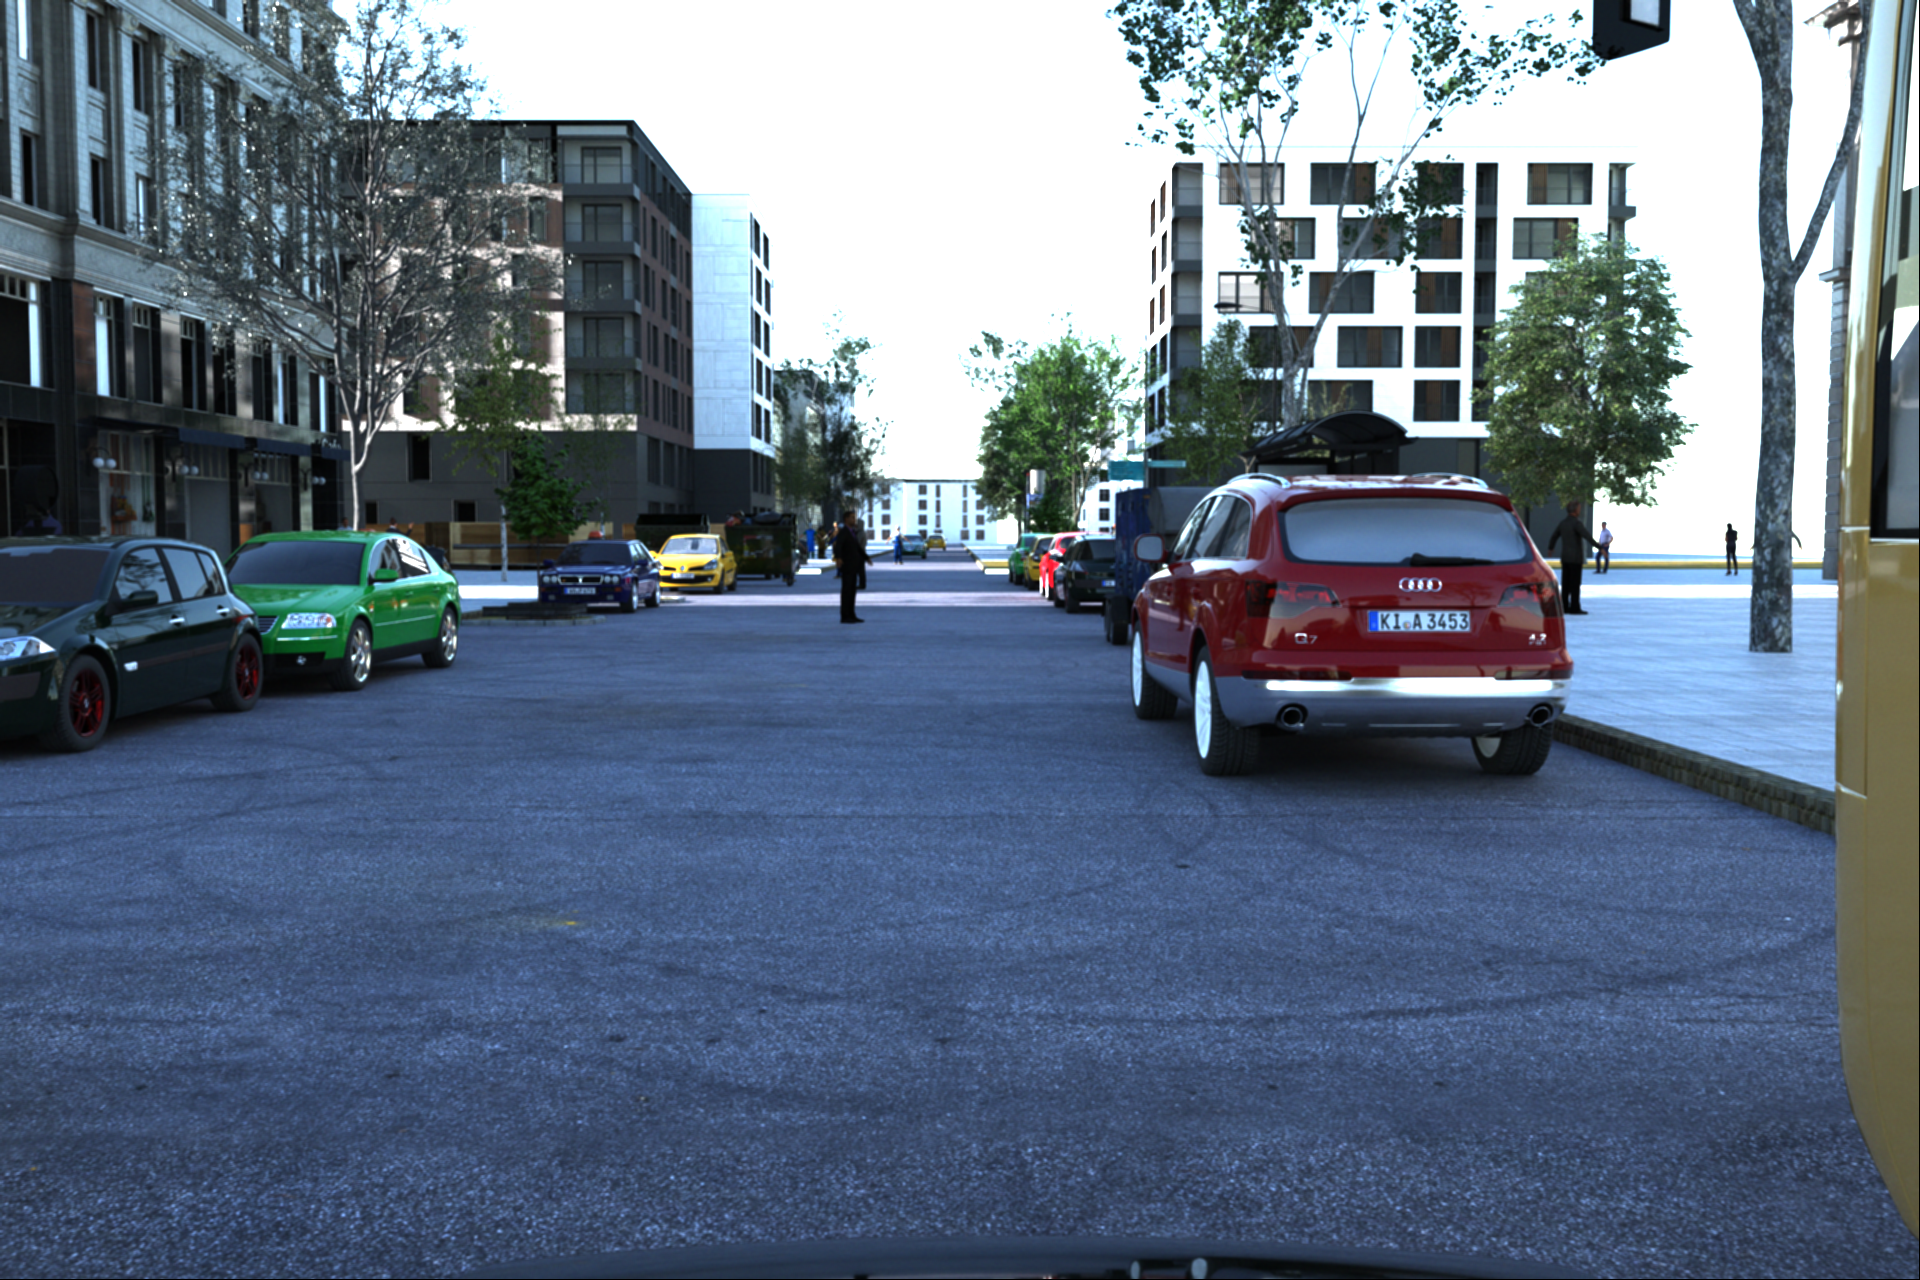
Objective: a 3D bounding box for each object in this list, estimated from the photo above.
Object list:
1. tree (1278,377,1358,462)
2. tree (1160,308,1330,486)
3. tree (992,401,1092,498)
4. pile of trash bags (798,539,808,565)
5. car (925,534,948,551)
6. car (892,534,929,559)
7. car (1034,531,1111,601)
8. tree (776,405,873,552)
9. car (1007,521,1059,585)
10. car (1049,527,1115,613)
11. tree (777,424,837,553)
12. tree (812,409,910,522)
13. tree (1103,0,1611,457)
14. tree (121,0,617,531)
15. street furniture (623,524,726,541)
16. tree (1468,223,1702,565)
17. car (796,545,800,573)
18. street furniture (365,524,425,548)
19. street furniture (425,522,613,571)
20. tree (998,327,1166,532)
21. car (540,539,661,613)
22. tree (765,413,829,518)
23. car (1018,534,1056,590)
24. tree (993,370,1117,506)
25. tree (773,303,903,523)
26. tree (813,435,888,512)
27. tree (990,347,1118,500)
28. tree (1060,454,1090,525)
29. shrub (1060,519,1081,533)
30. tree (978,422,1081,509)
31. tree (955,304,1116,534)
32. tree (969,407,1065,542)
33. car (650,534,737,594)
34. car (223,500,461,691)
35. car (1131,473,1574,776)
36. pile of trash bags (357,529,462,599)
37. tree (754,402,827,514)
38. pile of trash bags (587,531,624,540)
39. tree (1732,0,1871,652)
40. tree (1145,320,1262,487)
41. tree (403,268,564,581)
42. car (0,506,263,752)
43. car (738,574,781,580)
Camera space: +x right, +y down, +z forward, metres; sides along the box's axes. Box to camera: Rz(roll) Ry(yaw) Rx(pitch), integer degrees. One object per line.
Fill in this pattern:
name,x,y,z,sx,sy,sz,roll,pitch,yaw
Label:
tree,17.177,-7.956,80.445,4.360,8.622,3.978,0,3,0
tree,11.736,-8.388,71.558,7.601,10.594,8.767,1,4,10
tree,5.692,-11.826,119.106,9.928,11.665,9.643,0,3,0
pile of trash bags,-7.255,-3.785,71.642,1.912,1.369,3.447,0,4,0
car,-2.097,-8.686,152.235,2.015,1.641,3.980,0,3,0
car,-2.869,-5.423,100.460,2.131,1.459,4.920,0,4,0
car,2.749,-1.816,38.740,2.155,1.783,4.494,0,3,0
tree,-10.168,-11.736,126.288,8.767,10.594,7.601,2,4,28
car,2.363,-2.520,49.992,1.959,1.807,4.718,0,4,-2
car,2.725,-1.402,32.711,2.009,1.686,4.222,0,4,-1
tree,-10.009,-10.097,115.448,4.360,8.622,3.978,0,3,0
tree,-9.940,-15.816,168.956,12.009,13.543,11.850,0,3,0
tree,9.419,-11.499,43.896,12.611,20.169,13.585,0,3,0
tree,-12.491,-7.680,35.945,12.009,13.543,11.850,0,3,0
street furniture,-13.439,-4.203,75.577,9.812,1.723,11.010,0,4,-2
tree,26.129,-10.143,72.501,9.857,13.997,8.962,0,3,0
car,-6.780,-3.245,62.844,2.009,1.686,4.222,0,4,0
street furniture,-25.515,-4.338,77.777,9.812,1.723,11.010,0,4,-8
street furniture,-15.998,-3.611,65.888,9.812,1.723,11.010,-3,5,-45
tree,5.899,-9.768,85.460,9.928,11.665,9.643,0,3,0
car,-6.753,-1.226,32.628,1.945,1.354,3.894,0,4,0
tree,-10.061,-9.408,104.181,4.360,8.622,3.978,0,3,0
car,2.563,-2.157,45.493,2.015,1.641,3.980,0,3,0
tree,5.837,-11.079,106.891,9.928,11.665,9.643,0,3,0
tree,-11.099,-17.665,144.706,12.611,20.169,13.585,0,3,0
tree,-10.333,-13.656,157.687,8.767,10.594,7.601,2,4,30
tree,5.194,-10.393,95.675,9.928,11.665,9.643,0,3,0
tree,18.047,-21.642,260.500,9.857,13.997,8.962,0,3,0
shrub,4.523,-4.230,73.581,1.690,2.028,1.600,0,3,0
tree,5.382,-11.956,129.894,8.767,10.594,7.601,0,4,7
tree,6.753,-17.453,141.250,12.611,20.169,13.585,0,3,0
tree,5.390,-15.342,157.491,9.857,13.997,8.962,0,3,0
car,-6.499,-1.969,42.423,2.015,1.641,3.980,0,4,-1
car,-6.350,-0.514,17.204,1.959,1.807,4.718,0,4,0
car,2.407,-0.193,11.827,2.281,1.827,5.304,0,4,-1
pile of trash bags,-10.624,-1.389,32.465,1.912,1.369,3.447,0,4,-1
tree,-9.962,-9.010,97.679,4.360,8.622,3.978,0,3,0
pile of trash bags,-10.608,-2.580,51.941,1.912,1.369,3.447,0,4,-1
tree,7.459,-9.907,17.864,12.611,20.169,13.585,0,3,0
tree,8.657,-6.714,60.142,4.737,8.622,4.395,0,3,0
tree,-12.528,-5.894,46.723,4.737,8.622,4.395,0,3,0
car,-6.588,-0.172,12.599,2.009,1.686,4.222,0,3,0
car,-6.715,-2.760,55.345,2.015,1.641,3.980,0,4,0
